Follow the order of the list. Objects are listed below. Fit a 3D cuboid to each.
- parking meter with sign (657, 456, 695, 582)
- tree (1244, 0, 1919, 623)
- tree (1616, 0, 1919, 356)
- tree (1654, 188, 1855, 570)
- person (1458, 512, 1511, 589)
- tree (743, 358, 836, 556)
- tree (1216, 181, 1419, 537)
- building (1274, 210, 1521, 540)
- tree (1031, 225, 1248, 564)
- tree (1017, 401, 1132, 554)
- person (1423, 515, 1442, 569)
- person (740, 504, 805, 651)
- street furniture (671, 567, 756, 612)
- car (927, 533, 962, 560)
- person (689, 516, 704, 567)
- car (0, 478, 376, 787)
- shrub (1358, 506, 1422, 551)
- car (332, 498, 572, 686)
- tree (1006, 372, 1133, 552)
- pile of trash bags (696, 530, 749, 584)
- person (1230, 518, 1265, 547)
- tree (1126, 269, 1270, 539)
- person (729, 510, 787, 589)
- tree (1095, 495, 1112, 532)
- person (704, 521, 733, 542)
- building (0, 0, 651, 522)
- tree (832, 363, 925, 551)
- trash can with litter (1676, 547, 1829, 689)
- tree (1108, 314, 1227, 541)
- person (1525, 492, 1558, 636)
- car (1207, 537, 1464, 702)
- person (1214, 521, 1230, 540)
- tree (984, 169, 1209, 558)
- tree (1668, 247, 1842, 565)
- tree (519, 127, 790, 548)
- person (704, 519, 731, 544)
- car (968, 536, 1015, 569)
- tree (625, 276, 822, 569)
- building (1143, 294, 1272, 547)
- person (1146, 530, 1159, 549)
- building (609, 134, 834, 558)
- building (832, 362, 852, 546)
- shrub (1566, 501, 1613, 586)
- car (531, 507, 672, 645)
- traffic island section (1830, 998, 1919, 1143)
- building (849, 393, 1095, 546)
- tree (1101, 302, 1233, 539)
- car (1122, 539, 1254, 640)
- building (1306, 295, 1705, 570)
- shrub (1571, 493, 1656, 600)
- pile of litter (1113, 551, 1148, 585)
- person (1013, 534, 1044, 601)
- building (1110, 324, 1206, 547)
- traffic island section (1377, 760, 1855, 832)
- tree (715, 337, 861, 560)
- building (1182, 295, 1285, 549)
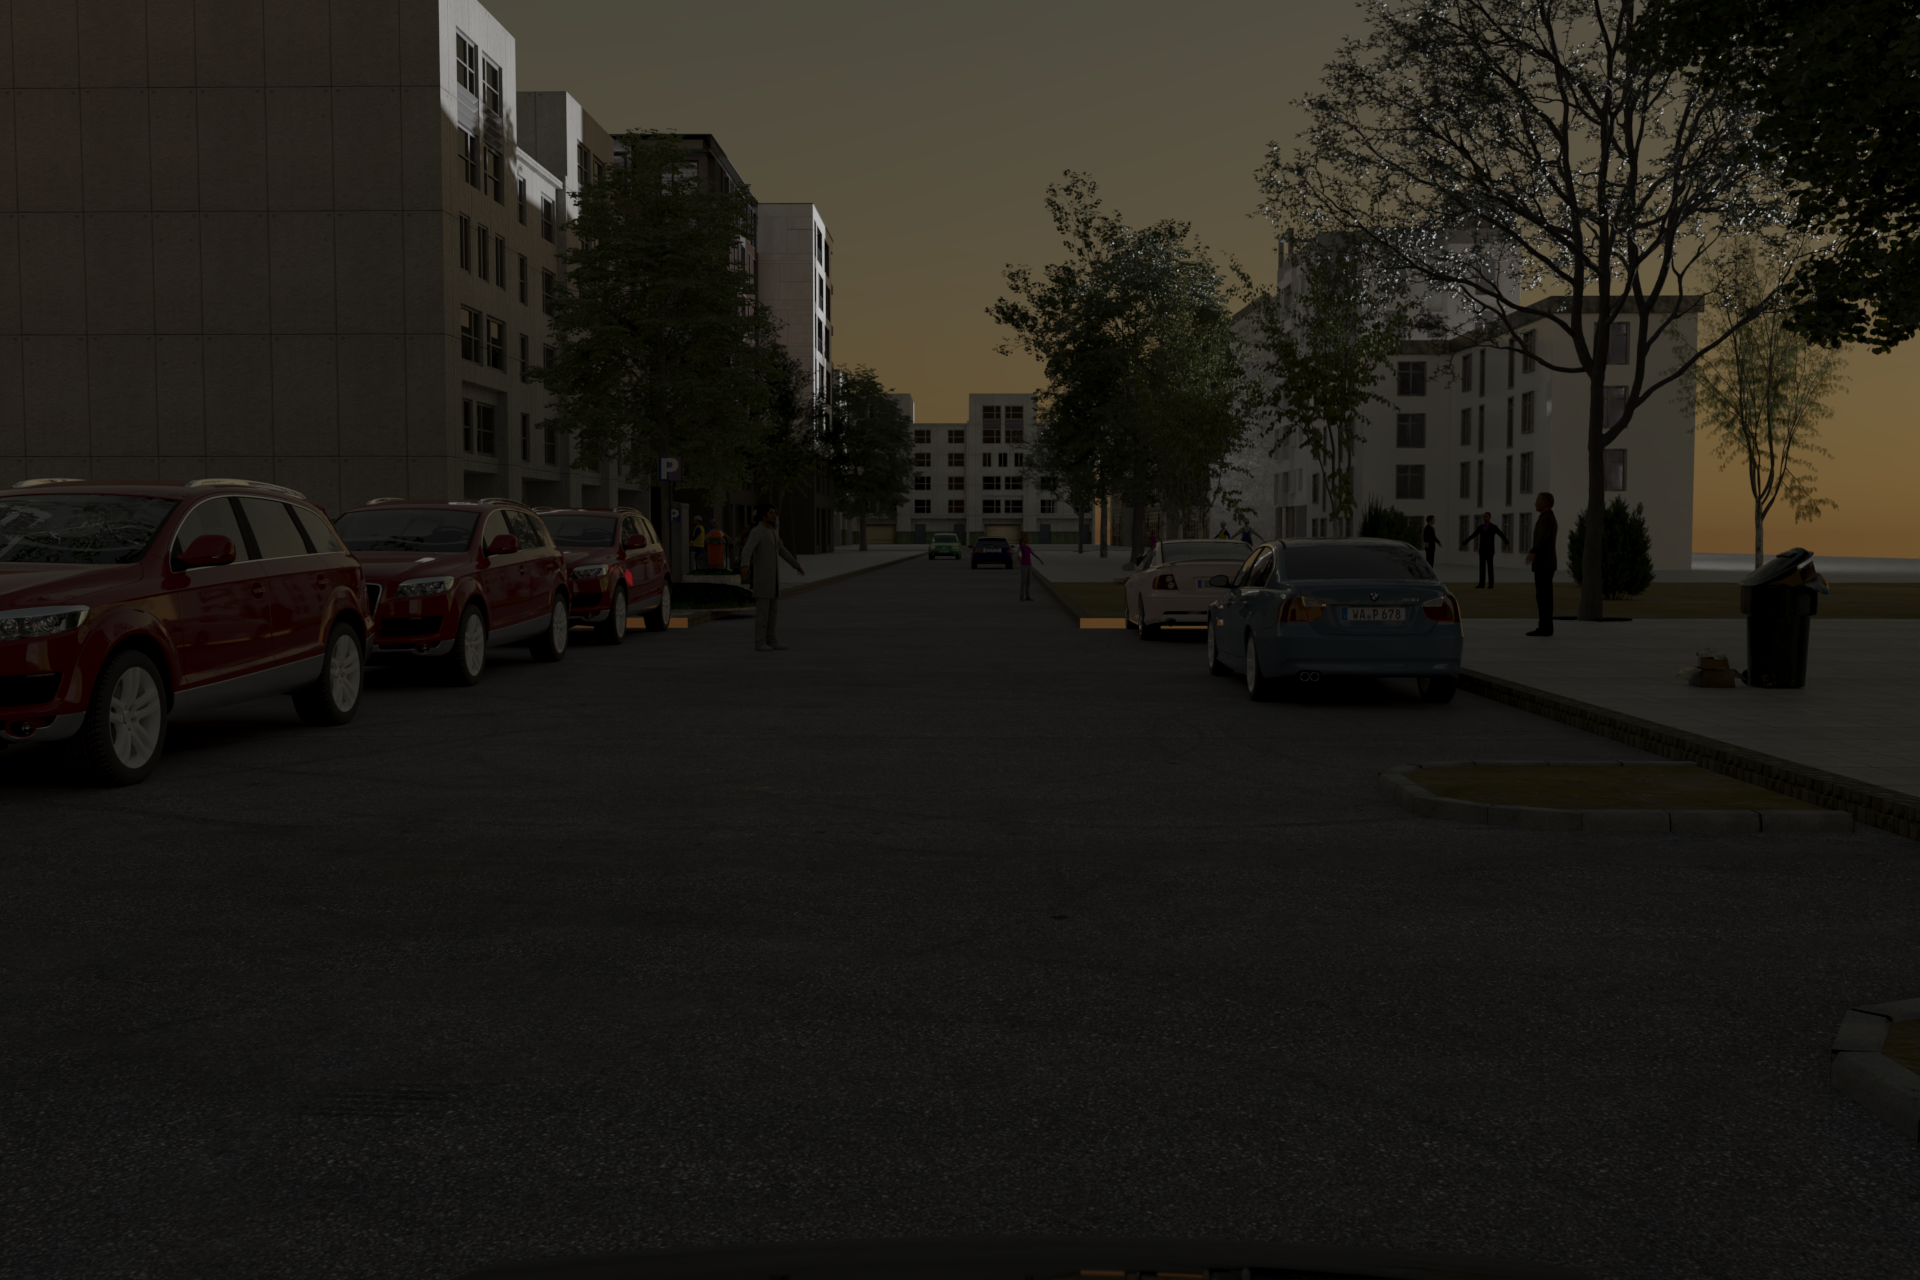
[{"bbox_3d":[-6.470,-2.661,39.766,0.543,3.016,1.738,0,4,3],"label":"parking meter with sign"},{"bbox_3d":[9.506,-7.030,25.311,12.009,13.543,11.850,0,3,0],"label":"tree"},{"bbox_3d":[9.402,-6.499,12.911,9.857,13.997,8.962,0,3,0],"label":"tree"},{"bbox_3d":[17.186,-5.293,36.900,4.360,8.622,3.978,0,3,0],"label":"tree"},{"bbox_3d":[12.389,-2.114,40.792,0.704,1.802,1.346,-3,5,-42],"label":"person"},{"bbox_3d":[-7.612,-7.516,73.245,4.737,8.622,4.395,0,3,0],"label":"tree"},{"bbox_3d":[7.491,-5.193,35.270,4.737,8.622,4.395,0,3,0],"label":"tree"},{"bbox_3d":[24.913,-15.388,108.007,16.016,20.090,11.380,0,4,1],"label":"building"},{"bbox_3d":[7.620,-10.181,73.118,9.857,13.997,8.962,0,3,0],"label":"tree"},{"bbox_3d":[7.855,-10.903,112.680,8.767,10.594,7.601,0,4,3],"label":"tree"},{"bbox_3d":[13.151,-2.578,48.332,0.705,1.806,1.347,2,4,32],"label":"person"},{"bbox_3d":[-2.359,-0.778,21.360,0.705,1.806,1.347,2,4,26],"label":"person"},{"bbox_3d":[-8.454,-0.915,30.582,10.072,0.657,5.734,0,4,-2],"label":"street furniture"},{"bbox_3d":[-0.840,-5.458,98.038,1.959,1.807,4.718,0,4,2],"label":"car"},{"bbox_3d":[-7.893,-2.817,52.026,0.705,1.833,1.349,0,4,4],"label":"person"},{"bbox_3d":[-5.652,-0.175,11.528,2.281,1.827,5.304,0,4,2],"label":"car"},{"bbox_3d":[11.307,-2.541,45.594,1.661,2.075,1.752,0,3,0],"label":"shrub"},{"bbox_3d":[-5.531,-0.570,17.995,2.281,1.827,5.304,0,4,2],"label":"car"},{"bbox_3d":[8.504,-13.041,123.591,12.009,13.543,11.850,0,3,0],"label":"tree"},{"bbox_3d":[-6.017,-2.130,44.575,1.912,1.369,3.447,0,4,2],"label":"pile of trash bags"},{"bbox_3d":[9.932,-3.314,60.037,1.347,1.847,0.705,1,4,9],"label":"person"},{"bbox_3d":[6.679,-5.970,47.978,4.737,8.622,4.395,0,3,0],"label":"tree"},{"bbox_3d":[-4.688,-2.101,40.113,1.354,1.858,0.705,-1,4,-13],"label":"person"},{"bbox_3d":[19.662,-16.419,218.804,4.360,8.622,3.978,0,3,0],"label":"tree"},{"bbox_3d":[-8.115,-3.135,58.064,1.217,1.733,0.721,-2,4,-32],"label":"person"},{"bbox_3d":[-24.047,-12.434,69.747,16.747,18.905,31.486,0,4,1],"label":"building"},{"bbox_3d":[-7.133,-13.573,128.577,9.857,13.997,8.962,0,3,0],"label":"tree"},{"bbox_3d":[6.613,-0.188,14.466,1.055,1.170,0.624,0,4,1],"label":"trash can with litter"},{"bbox_3d":[6.747,-6.647,59.043,4.360,8.622,3.978,0,3,0],"label":"tree"},{"bbox_3d":[7.334,-0.957,21.827,0.705,1.807,1.348,2,4,26],"label":"person"},{"bbox_3d":[3.382,-0.252,16.119,2.014,1.417,4.499,0,4,1],"label":"car"},{"bbox_3d":[9.837,-3.599,65.308,0.721,1.772,1.216,-2,4,-26],"label":"person"},{"bbox_3d":[6.424,-14.494,92.864,12.611,20.169,13.585,0,3,0],"label":"tree"},{"bbox_3d":[20.616,-5.737,44.168,4.360,8.622,3.978,0,3,0],"label":"tree"},{"bbox_3d":[-8.702,-8.030,49.424,7.486,12.596,7.792,0,3,0],"label":"tree"},{"bbox_3d":[-8.672,-3.362,61.092,1.347,1.817,0.704,-3,5,-42],"label":"person"},{"bbox_3d":[1.314,-3.634,72.002,1.945,1.354,3.894,0,4,0],"label":"car"},{"bbox_3d":[-8.594,-7.845,62.673,7.601,10.594,8.767,-1,4,-9],"label":"tree"},{"bbox_3d":[27.901,-20.554,166.989,19.493,23.208,18.063,0,4,1],"label":"building"},{"bbox_3d":[7.113,-3.306,63.323,0.599,1.433,0.991,-3,4,-36],"label":"person"},{"bbox_3d":[-22.981,-15.977,105.193,27.936,21.610,32.646,0,4,1],"label":"building"},{"bbox_3d":[-21.292,-19.602,186.954,16.747,18.905,31.486,0,4,1],"label":"building"},{"bbox_3d":[15.239,-2.273,41.210,1.661,2.075,1.752,0,3,0],"label":"shrub"},{"bbox_3d":[-5.366,-0.945,24.121,2.281,1.827,5.304,0,4,1],"label":"car"},{"bbox_3d":[3.249,1.148,4.098,1.991,0.108,1.994,0,4,1],"label":"traffic island section"},{"bbox_3d":[1.152,-21.735,224.287,31.486,18.905,16.747,0,4,0],"label":"building"},{"bbox_3d":[7.161,-6.365,54.423,4.360,8.622,3.978,0,3,0],"label":"tree"},{"bbox_3d":[3.384,-0.754,24.690,2.083,1.381,4.827,0,4,2],"label":"car"},{"bbox_3d":[21.923,-8.134,75.135,9.099,9.664,28.070,0,4,1],"label":"building"},{"bbox_3d":[12.745,-1.817,33.752,1.661,2.075,1.752,0,3,0],"label":"shrub"},{"bbox_3d":[4.444,-1.821,43.740,1.176,0.858,1.719,0,4,0],"label":"pile of litter"},{"bbox_3d":[1.452,-1.547,37.009,0.599,1.433,0.991,3,5,41],"label":"person"},{"bbox_3d":[26.071,-21.699,185.707,19.493,23.208,18.063,0,4,1],"label":"building"},{"bbox_3d":[3.330,0.828,9.336,1.991,0.108,1.994,0,4,2],"label":"traffic island section"},{"bbox_3d":[-8.128,-9.010,81.720,7.601,10.594,8.767,2,4,28],"label":"tree"},{"bbox_3d":[29.454,-19.403,148.174,19.493,23.208,18.063,0,4,1],"label":"building"}]
